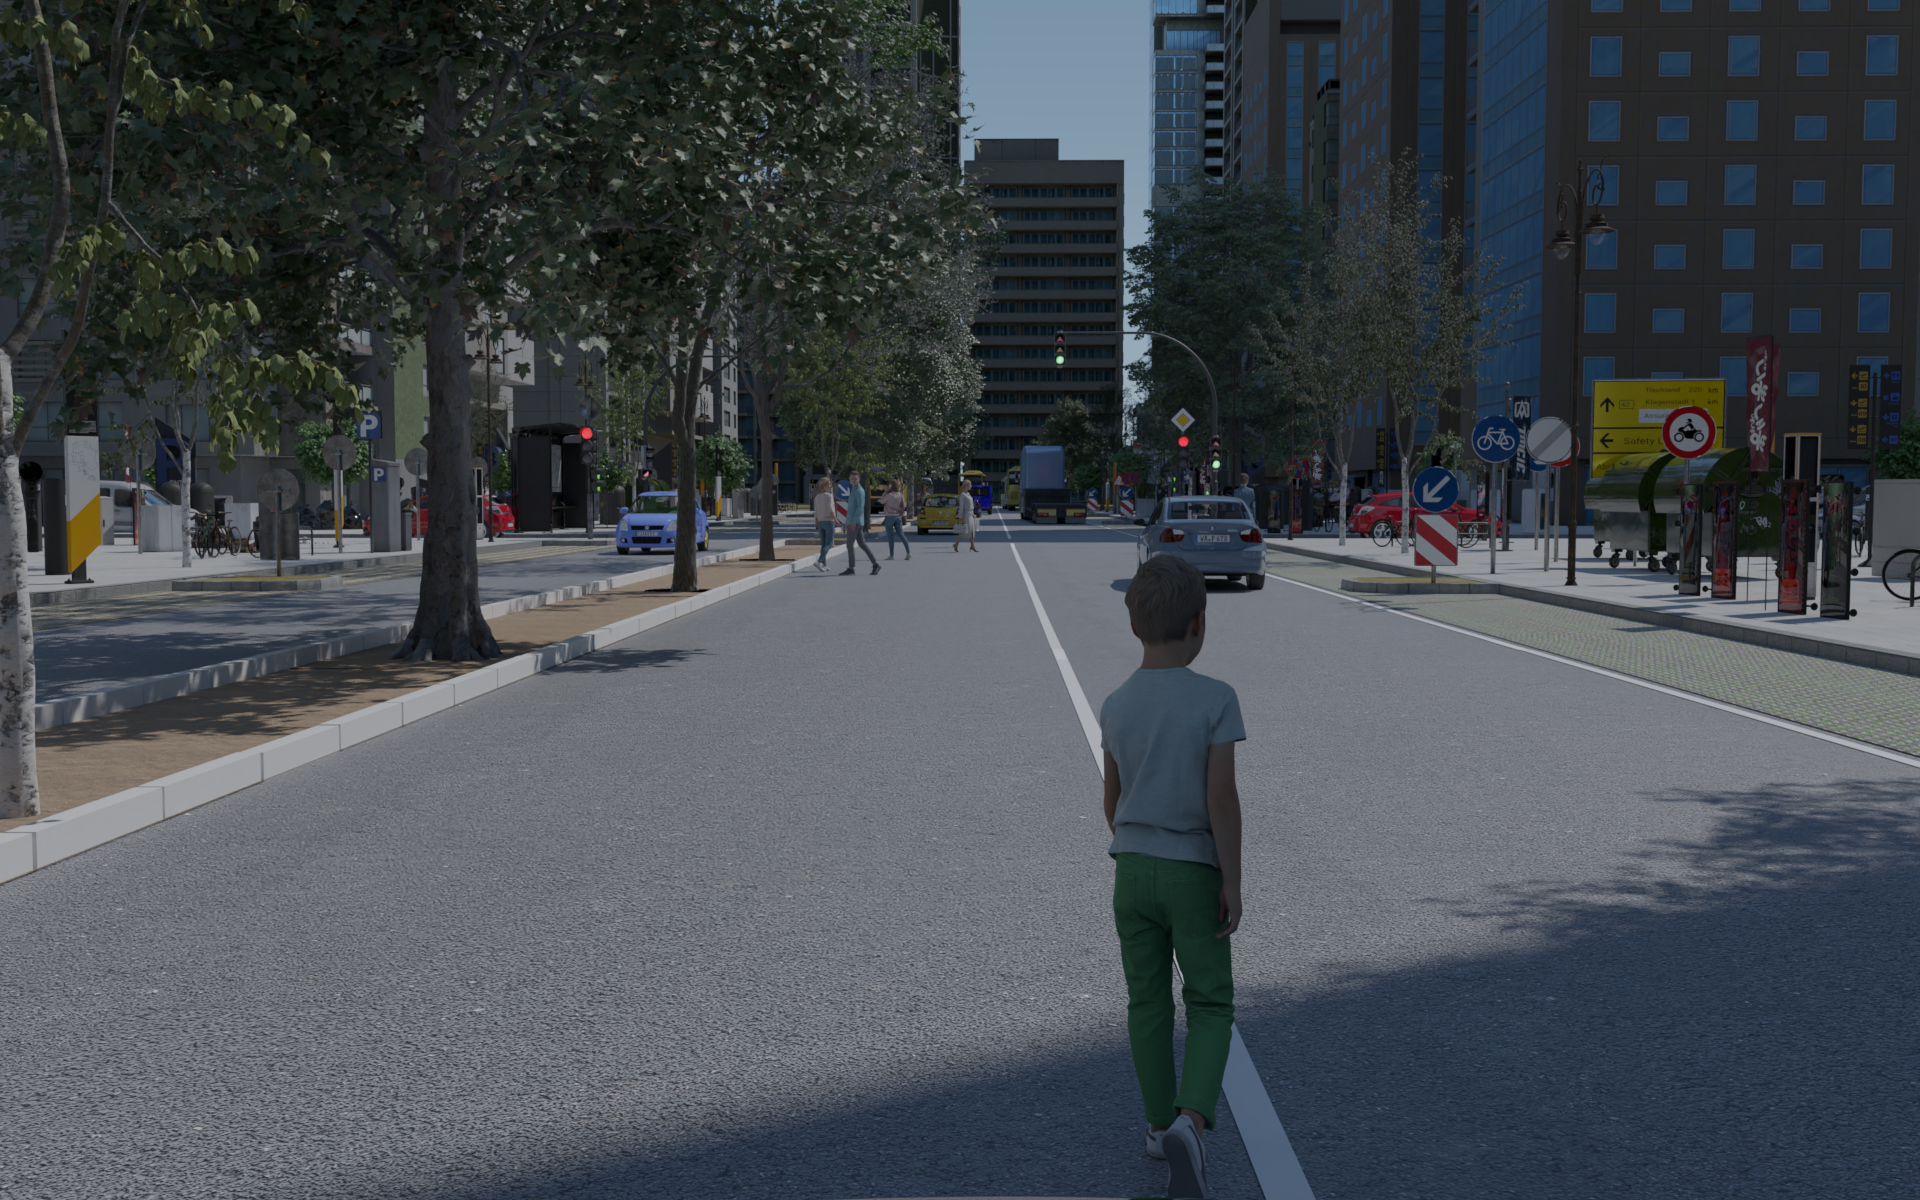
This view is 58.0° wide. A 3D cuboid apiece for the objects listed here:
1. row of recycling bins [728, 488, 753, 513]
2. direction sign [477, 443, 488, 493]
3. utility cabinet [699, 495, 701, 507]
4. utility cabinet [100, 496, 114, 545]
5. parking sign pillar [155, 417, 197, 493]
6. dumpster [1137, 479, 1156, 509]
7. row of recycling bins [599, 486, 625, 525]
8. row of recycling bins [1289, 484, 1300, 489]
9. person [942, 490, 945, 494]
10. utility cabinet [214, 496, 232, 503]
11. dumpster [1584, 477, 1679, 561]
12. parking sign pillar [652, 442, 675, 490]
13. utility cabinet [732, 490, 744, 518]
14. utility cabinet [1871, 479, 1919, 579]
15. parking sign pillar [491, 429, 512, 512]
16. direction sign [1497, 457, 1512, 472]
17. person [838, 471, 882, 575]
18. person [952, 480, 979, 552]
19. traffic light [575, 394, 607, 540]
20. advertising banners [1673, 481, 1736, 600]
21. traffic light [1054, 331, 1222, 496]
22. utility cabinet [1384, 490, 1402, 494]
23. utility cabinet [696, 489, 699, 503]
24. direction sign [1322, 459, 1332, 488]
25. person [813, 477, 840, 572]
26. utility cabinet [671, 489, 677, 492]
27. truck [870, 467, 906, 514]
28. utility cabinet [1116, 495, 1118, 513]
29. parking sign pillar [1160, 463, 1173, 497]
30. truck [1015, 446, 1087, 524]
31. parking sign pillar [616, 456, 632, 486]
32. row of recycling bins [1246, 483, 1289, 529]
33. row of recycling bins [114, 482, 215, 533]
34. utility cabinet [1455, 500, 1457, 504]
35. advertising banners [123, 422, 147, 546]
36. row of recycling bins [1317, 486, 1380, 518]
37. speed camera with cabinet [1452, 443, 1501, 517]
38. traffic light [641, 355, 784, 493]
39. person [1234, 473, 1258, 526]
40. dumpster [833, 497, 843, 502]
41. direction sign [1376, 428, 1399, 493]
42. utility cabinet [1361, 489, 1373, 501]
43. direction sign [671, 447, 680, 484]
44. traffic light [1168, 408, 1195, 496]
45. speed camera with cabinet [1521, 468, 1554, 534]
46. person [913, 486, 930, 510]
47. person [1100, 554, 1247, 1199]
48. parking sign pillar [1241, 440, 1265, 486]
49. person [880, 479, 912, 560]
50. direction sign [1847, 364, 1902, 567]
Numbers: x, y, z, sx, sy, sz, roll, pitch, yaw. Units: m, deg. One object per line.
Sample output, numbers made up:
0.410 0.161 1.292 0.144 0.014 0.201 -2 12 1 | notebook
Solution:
-14.620 -6.656 115.931 1.069 1.692 3.534 1 4 11 | row of recycling bins
-21.276 -5.227 77.452 0.876 3.537 0.379 2 4 33 | direction sign
-16.235 -5.782 105.689 1.020 1.237 0.306 -3 4 -38 | utility cabinet
-21.637 -1.962 43.248 0.306 1.237 1.020 1 4 21 | utility cabinet
-27.346 -4.401 60.425 1.447 3.967 1.447 -1 4 -16 | parking sign pillar
11.875 -6.546 109.523 1.502 2.255 1.985 0 4 1 | dumpster
-14.679 -4.048 73.294 1.069 1.692 3.534 -1 4 -15 | row of recycling bins
12.902 -3.979 72.174 3.534 1.692 1.069 -3 4 -38 | row of recycling bins
-1.396 -8.813 152.674 0.705 1.814 1.350 1 4 18 | person
-29.864 -3.585 69.772 1.020 1.237 0.306 -1 4 -17 | utility cabinet
13.352 -1.932 34.089 1.502 2.255 1.985 0 4 1 | dumpster
-15.338 -6.161 89.204 1.447 3.967 1.447 1 4 15 | parking sign pillar
-11.583 -5.001 90.448 0.318 1.500 1.173 0 4 8 | utility cabinet
14.299 -1.065 26.099 0.318 1.500 1.173 -1 4 -9 | utility cabinet
-18.752 -5.033 70.760 1.447 3.967 1.447 -2 4 -35 | parking sign pillar
19.553 -4.294 62.199 0.876 3.537 0.379 -1 4 -17 | direction sign
-1.767 -1.354 30.495 0.748 1.841 0.638 0 4 2 | person
0.142 -2.076 42.788 0.624 1.780 0.694 2 4 33 | person
-10.417 -3.662 48.796 0.839 4.253 0.868 0 4 1 | traffic light
9.357 -1.528 21.172 0.090 3.025 2.074 0 4 -8 | advertising banners
4.998 -4.509 48.397 4.771 5.953 1.251 0 4 1 | traffic light
22.765 -5.001 90.447 1.173 1.500 0.318 2 4 31 | utility cabinet
-12.818 -4.493 82.145 0.318 1.500 1.173 -3 5 -42 | utility cabinet
23.923 -7.420 113.310 0.876 3.537 0.379 -1 4 -21 | direction sign
-2.495 -1.393 31.942 0.731 1.740 0.598 2 4 33 | person
-13.048 -4.402 80.657 0.318 1.500 1.173 2 4 25 | utility cabinet
-5.478 -7.918 125.387 3.469 3.379 9.791 0 4 0 | truck
11.057 -6.614 119.308 1.020 1.237 0.306 1 4 13 | utility cabinet
14.676 -8.122 121.264 1.447 3.967 1.447 3 5 43 | parking sign pillar
4.707 -6.198 91.094 2.967 4.110 18.799 0 4 0 | truck
-22.558 -7.834 116.563 1.447 3.967 1.447 2 4 27 | parking sign pillar
11.481 -3.531 64.852 1.069 1.692 3.534 0 4 4 | row of recycling bins
-26.928 -3.120 58.128 3.534 1.692 1.069 -2 4 -31 | row of recycling bins
26.016 -4.918 91.574 0.306 1.237 1.020 2 4 26 | utility cabinet
-20.618 -2.881 43.292 0.090 3.025 2.074 -1 4 -13 | advertising banners
20.352 -5.148 91.281 3.534 1.692 1.069 2 4 27 | row of recycling bins
19.745 -4.419 66.592 0.660 3.252 2.038 -3 5 -42 | speed camera with cabinet
-8.182 -5.022 56.778 4.771 5.953 1.251 0 4 1 | traffic light
5.368 -1.478 32.694 0.581 1.822 0.654 -1 4 -9 | person
-9.057 -6.904 121.090 1.865 1.857 1.264 0 4 2 | dumpster
14.652 -4.126 59.449 0.379 3.537 0.876 -3 5 -44 | direction sign
18.501 -4.282 78.692 0.318 1.500 1.173 2 4 23 | utility cabinet
-13.563 -5.602 83.590 0.876 3.537 0.379 -3 5 -41 | direction sign
7.234 -4.132 56.485 0.839 4.253 0.868 0 4 1 | traffic light
18.917 -3.810 56.630 0.660 3.252 2.038 2 4 31 | speed camera with cabinet
-1.562 -3.800 70.987 0.716 1.782 0.532 0 4 1 | person
0.437 0.560 3.595 0.306 1.304 0.590 1 4 8 | person
13.884 -5.740 82.319 1.447 3.967 1.447 -3 4 -36 | parking sign pillar
-1.363 -1.748 37.676 0.593 1.750 0.643 -3 5 -40 | person
16.004 -2.347 30.375 0.876 3.537 0.379 0 4 6 | direction sign
